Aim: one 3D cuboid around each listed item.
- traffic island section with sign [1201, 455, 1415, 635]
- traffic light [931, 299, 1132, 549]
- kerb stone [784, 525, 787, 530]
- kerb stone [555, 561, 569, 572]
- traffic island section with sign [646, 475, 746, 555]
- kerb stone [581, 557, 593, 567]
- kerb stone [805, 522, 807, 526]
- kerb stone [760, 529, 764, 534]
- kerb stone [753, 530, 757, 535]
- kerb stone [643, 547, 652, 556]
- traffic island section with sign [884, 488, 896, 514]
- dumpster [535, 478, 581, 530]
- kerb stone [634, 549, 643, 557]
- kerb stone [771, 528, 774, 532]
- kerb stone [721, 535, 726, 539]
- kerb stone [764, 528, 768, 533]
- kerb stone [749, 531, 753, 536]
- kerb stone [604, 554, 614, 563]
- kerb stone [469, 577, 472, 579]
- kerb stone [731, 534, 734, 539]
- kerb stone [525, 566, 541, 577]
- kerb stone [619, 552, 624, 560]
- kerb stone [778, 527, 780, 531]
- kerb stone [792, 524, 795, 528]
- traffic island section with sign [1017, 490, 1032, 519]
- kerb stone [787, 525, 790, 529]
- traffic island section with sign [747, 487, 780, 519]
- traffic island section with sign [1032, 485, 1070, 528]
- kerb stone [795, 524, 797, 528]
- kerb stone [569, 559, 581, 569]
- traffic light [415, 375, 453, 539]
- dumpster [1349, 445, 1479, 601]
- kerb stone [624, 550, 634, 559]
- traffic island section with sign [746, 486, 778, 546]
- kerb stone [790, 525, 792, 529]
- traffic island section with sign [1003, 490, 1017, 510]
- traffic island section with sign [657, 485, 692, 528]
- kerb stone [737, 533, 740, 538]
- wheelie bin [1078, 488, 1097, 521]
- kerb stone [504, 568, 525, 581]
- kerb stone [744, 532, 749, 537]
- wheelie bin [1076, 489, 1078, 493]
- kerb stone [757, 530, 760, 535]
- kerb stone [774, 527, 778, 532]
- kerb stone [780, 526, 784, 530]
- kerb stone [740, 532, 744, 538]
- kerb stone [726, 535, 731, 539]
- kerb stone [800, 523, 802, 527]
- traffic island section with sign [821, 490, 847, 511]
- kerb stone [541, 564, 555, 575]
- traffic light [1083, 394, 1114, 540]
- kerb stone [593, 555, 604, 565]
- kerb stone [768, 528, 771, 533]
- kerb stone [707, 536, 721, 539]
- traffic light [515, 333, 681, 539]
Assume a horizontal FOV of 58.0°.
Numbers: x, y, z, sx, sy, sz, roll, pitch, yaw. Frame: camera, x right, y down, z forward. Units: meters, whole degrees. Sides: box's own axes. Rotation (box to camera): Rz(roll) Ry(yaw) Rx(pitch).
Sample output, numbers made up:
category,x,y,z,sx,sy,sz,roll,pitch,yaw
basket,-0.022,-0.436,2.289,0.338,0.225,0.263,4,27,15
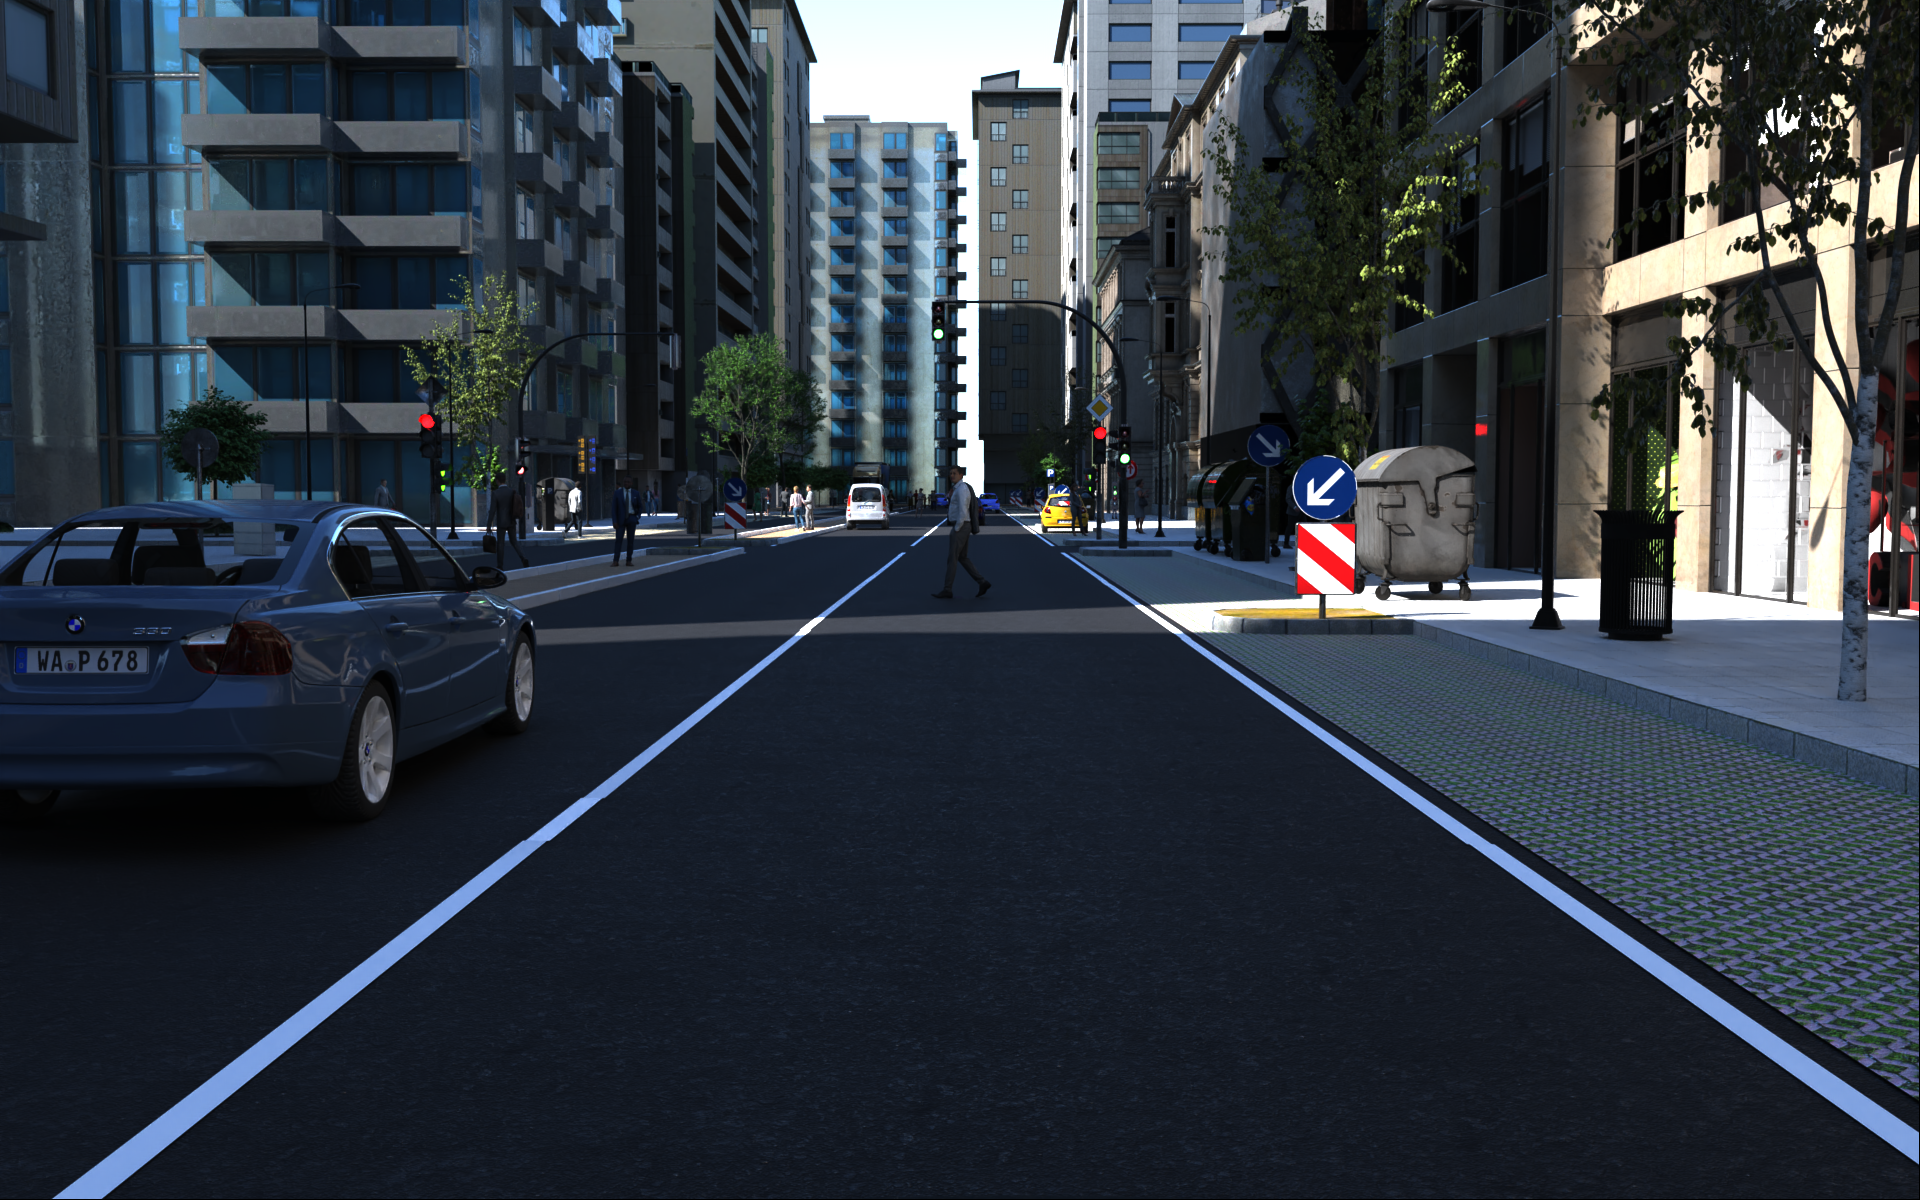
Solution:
category,x,y,z,sx,sy,sz,roll,pitch,yaw
traffic island section with sign,3.633,-0.603,18.485,1.989,1.847,2.006,0,4,1
traffic light,1.722,-4.034,40.619,4.771,5.953,1.251,0,4,1
kerb stone,-7.066,-2.831,68.482,0.120,0.150,1.000,0,4,1
kerb stone,-7.452,-0.593,31.974,0.120,0.150,1.000,0,4,1
traffic island section with sign,-6.301,-2.022,41.197,2.006,1.907,1.989,0,4,1
kerb stone,-7.433,-0.723,34.028,0.120,0.150,1.000,0,4,1
kerb stone,-6.981,-3.328,76.697,0.120,0.150,1.000,0,4,1
kerb stone,-7.152,-2.390,61.277,0.120,0.150,1.000,0,4,1
kerb stone,-7.160,-2.265,59.228,0.120,0.150,1.000,0,4,1
kerb stone,-7.360,-1.099,40.168,0.120,0.150,1.000,0,4,1
traffic island section with sign,-5.429,-7.070,123.738,2.006,1.907,1.989,0,4,1
dumpster,-14.334,-3.421,61.685,1.264,1.857,1.865,0,4,1
kerb stone,-7.380,-1.037,39.147,0.120,0.150,1.000,0,4,1
kerb stone,-7.114,-2.579,64.367,0.120,0.150,1.000,0,4,1
kerb stone,-7.250,-1.826,52.055,0.120,0.150,1.000,0,4,1
kerb stone,-7.131,-2.447,62.306,0.120,0.150,1.000,0,4,1
kerb stone,-7.177,-2.202,58.206,0.120,0.150,1.000,0,4,1
kerb stone,-7.419,-0.849,36.078,0.120,0.150,1.000,0,4,1
kerb stone,-7.515,-0.285,26.849,0.120,0.150,1.000,0,4,1
kerb stone,-7.219,-1.951,54.100,0.120,0.150,1.000,0,4,1
kerb stone,-7.475,-0.473,29.923,0.120,0.150,1.000,0,4,1
kerb stone,-7.405,-0.909,37.101,0.120,0.150,1.000,0,4,1
kerb stone,-7.103,-2.702,66.423,0.120,0.150,1.000,0,4,1
kerb stone,-7.041,-3.019,71.548,0.120,0.150,1.000,0,4,1
traffic island section with sign,4.493,-5.631,100.700,1.989,1.847,2.006,0,4,1
kerb stone,-7.055,-2.890,69.504,0.120,0.150,1.000,0,4,1
traffic island section with sign,-11.533,-5.653,101.055,1.989,1.847,2.006,0,4,1
traffic island section with sign,4.216,-3.983,73.746,1.989,1.847,2.006,0,4,1
kerb stone,-7.027,-3.082,72.586,0.120,0.150,1.000,0,4,1
kerb stone,-7.437,-0.661,33.004,0.120,0.150,1.000,0,4,1
traffic light,-12.446,-3.179,40.893,0.839,4.253,0.868,0,4,1
dumpster,5.611,-0.961,21.473,1.264,1.857,1.865,0,4,1
kerb stone,-7.385,-0.971,38.125,0.120,0.150,1.000,0,4,1
traffic island section with sign,-6.213,-2.475,48.604,2.006,1.907,1.989,0,4,1
kerb stone,-7.054,-2.952,70.526,0.120,0.150,1.000,0,4,1
traffic island section with sign,5.031,-8.763,151.902,1.989,1.847,2.006,0,4,1
traffic island section with sign,-11.803,-4.004,74.101,1.989,1.847,2.006,0,4,1
kerb stone,-7.209,-2.014,55.126,0.120,0.150,1.000,0,4,1
wheelie bin,6.245,-4.642,83.809,0.693,1.594,0.980,1,4,14
kerb stone,-7.488,-0.410,28.901,0.120,0.150,1.000,0,4,1
kerb stone,-7.182,-2.138,57.181,0.120,0.150,1.000,0,4,1
wheelie bin,6.386,-5.167,92.390,0.980,1.594,0.693,2,4,34
kerb stone,-7.154,-2.324,60.251,0.120,0.150,1.000,0,4,1
kerb stone,-7.097,-2.642,65.394,0.120,0.150,1.000,0,4,1
kerb stone,-7.075,-2.768,67.453,0.120,0.150,1.000,0,4,1
kerb stone,-7.204,-2.071,56.153,0.120,0.150,1.000,0,4,1
kerb stone,-7.236,-1.888,53.077,0.120,0.150,1.000,0,4,1
kerb stone,-7.003,-3.208,74.646,0.120,0.150,1.000,0,4,1
traffic island section with sign,-11.005,-8.693,150.763,1.989,1.847,2.006,0,4,1
kerb stone,-7.459,-0.532,30.945,0.120,0.150,1.000,0,4,1
traffic light,3.899,-3.658,48.723,0.839,4.253,0.868,0,4,1
kerb stone,-7.426,-0.786,35.054,0.120,0.150,1.000,0,4,1
kerb stone,-7.126,-2.516,63.327,0.120,0.150,1.000,0,4,1
kerb stone,-7.254,-1.762,51.025,0.120,0.150,1.000,0,4,1
traffic light,-10.269,-4.540,48.891,4.771,5.953,1.251,0,4,1
